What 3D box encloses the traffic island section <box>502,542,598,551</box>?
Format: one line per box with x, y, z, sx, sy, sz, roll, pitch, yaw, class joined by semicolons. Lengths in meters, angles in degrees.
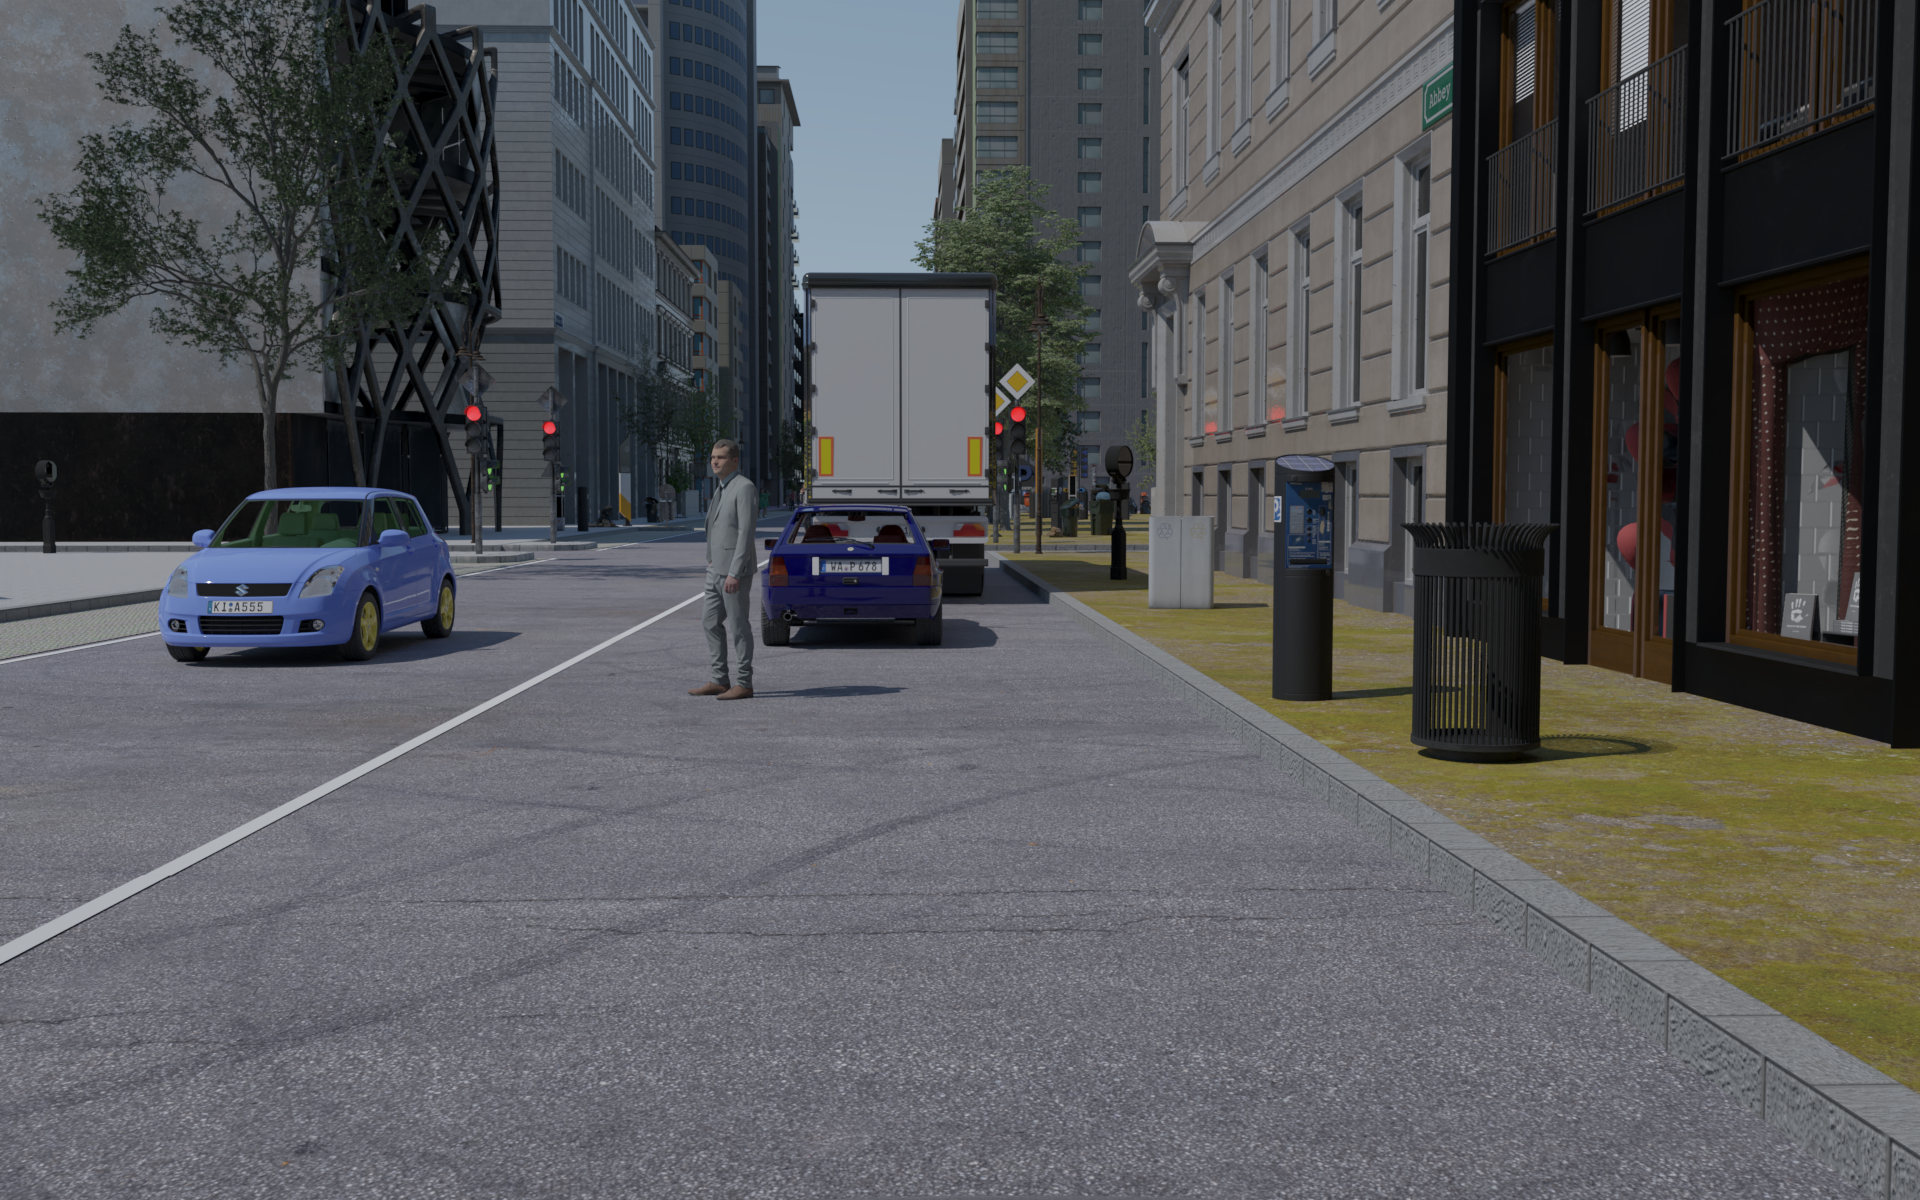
-10.574;-1.387;44.957;2.009;0.180;2.903;0;4;-2;traffic island section

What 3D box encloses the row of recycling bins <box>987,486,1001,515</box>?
1.815;-4.776;85.205;1.069;1.692;3.534;0;4;1;row of recycling bins

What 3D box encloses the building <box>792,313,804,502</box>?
-30.026;-30.547;271.150;14.160;30.474;14.107;0;4;-2;building

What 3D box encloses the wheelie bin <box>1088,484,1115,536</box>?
4.397;-2.799;53.677;0.693;1.594;0.980;-2;4;-29;wheelie bin

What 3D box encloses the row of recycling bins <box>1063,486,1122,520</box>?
6.448;-4.868;86.703;3.534;1.692;1.069;0;4;1;row of recycling bins

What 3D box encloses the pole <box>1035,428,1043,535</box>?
2.455;-3.667;53.798;0.158;3.312;0.155;0;3;0;pole

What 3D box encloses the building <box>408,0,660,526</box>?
-22.160;-18.708;83.376;11.434;29.767;29.804;0;4;-2;building

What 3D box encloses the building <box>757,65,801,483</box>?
-34.898;-38.438;217.707;28.713;52.752;27.495;0;4;-2;building

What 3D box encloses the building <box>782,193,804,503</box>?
-34.456;-38.444;248.168;23.786;49.044;30.456;0;4;-2;building

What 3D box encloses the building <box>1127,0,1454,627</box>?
10.525;-14.630;25.101;13.634;28.700;20.117;0;4;-2;building

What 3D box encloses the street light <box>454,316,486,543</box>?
-12.676;-4.416;44.991;0.468;5.910;1.993;0;4;-2;street light

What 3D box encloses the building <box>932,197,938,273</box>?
7.156;-36.454;250.650;22.147;44.769;28.867;0;4;-2;building

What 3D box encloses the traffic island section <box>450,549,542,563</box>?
-10.285;-0.899;36.977;2.009;0.180;2.903;0;4;-2;traffic island section

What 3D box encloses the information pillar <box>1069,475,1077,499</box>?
4.329;-3.801;66.636;0.304;2.012;0.304;0;4;2;information pillar

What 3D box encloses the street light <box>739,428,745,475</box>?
-15.305;-9.096;121.503;0.468;5.910;1.993;0;4;-2;street light

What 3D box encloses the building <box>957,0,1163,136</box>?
10.712;-32.382;153.150;21.300;48.544;21.600;0;4;-2;building

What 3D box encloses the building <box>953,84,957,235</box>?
10.682;-34.222;179.130;23.786;49.044;30.456;0;4;-2;building

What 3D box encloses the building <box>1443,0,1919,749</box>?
10.810;-10.865;7.321;12.332;23.373;15.834;0;4;-2;building

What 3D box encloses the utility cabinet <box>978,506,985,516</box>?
0.842;-5.551;99.443;1.173;1.500;0.318;-2;4;-31;utility cabinet

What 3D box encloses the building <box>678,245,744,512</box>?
-32.011;-17.699;134.423;27.650;21.520;28.899;0;4;-2;building

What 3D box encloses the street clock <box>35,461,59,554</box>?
-19.693;-2.008;37.405;0.358;2.002;0.471;0;4;8;street clock

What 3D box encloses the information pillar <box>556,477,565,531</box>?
-13.965;-3.418;60.370;0.304;2.012;0.304;0;4;2;information pillar

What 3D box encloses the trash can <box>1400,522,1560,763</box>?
2.524;0.195;8.458;0.748;1.137;0.748;0;3;0;trash can

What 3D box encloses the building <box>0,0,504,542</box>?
-23.333;-11.412;54.036;16.820;18.784;16.811;0;4;-2;building

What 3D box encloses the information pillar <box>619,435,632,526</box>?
-13.316;-4.742;68.885;0.504;3.616;0.183;-3;5;-44;information pillar

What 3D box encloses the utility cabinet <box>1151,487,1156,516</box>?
6.449;-2.785;54.216;0.318;1.500;1.173;-2;4;-32;utility cabinet

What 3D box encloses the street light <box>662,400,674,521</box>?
-13.965;-6.719;82.637;0.468;5.910;1.993;0;4;-2;street light

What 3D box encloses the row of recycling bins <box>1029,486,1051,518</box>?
4.418;-5.270;93.279;1.069;1.692;3.534;1;4;12;row of recycling bins

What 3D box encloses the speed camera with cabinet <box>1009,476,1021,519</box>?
2.641;-5.822;89.532;0.660;3.252;2.038;1;4;15;speed camera with cabinet

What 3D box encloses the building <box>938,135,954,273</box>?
8.036;-36.796;225.311;21.300;48.544;21.600;0;4;-2;building

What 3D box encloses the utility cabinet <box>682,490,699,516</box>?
-15.630;-5.605;100.318;0.318;1.500;1.173;2;4;31;utility cabinet

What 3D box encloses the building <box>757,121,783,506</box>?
-26.448;-30.627;184.352;14.154;41.232;14.086;0;4;-2;building

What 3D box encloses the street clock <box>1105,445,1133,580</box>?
2.376;-1.304;25.897;0.358;2.002;0.471;2;4;35;street clock

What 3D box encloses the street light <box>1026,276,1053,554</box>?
1.689;-3.923;36.927;0.468;5.910;1.993;0;4;-2;street light

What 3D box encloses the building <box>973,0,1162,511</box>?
7.934;-27.637;135.452;14.154;41.232;14.086;0;4;-2;building

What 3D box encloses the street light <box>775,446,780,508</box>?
-16.749;-11.418;159.464;0.468;5.910;1.993;0;4;-2;street light

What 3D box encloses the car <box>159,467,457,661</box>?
-5.927;-0.391;15.988;1.945;1.707;3.694;0;4;-1;car

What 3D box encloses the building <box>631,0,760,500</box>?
-30.624;-37.954;162.550;21.231;58.520;28.212;0;4;-2;building

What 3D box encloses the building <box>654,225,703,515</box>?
-22.415;-14.916;108.501;10.561;19.102;19.286;0;4;-2;building
